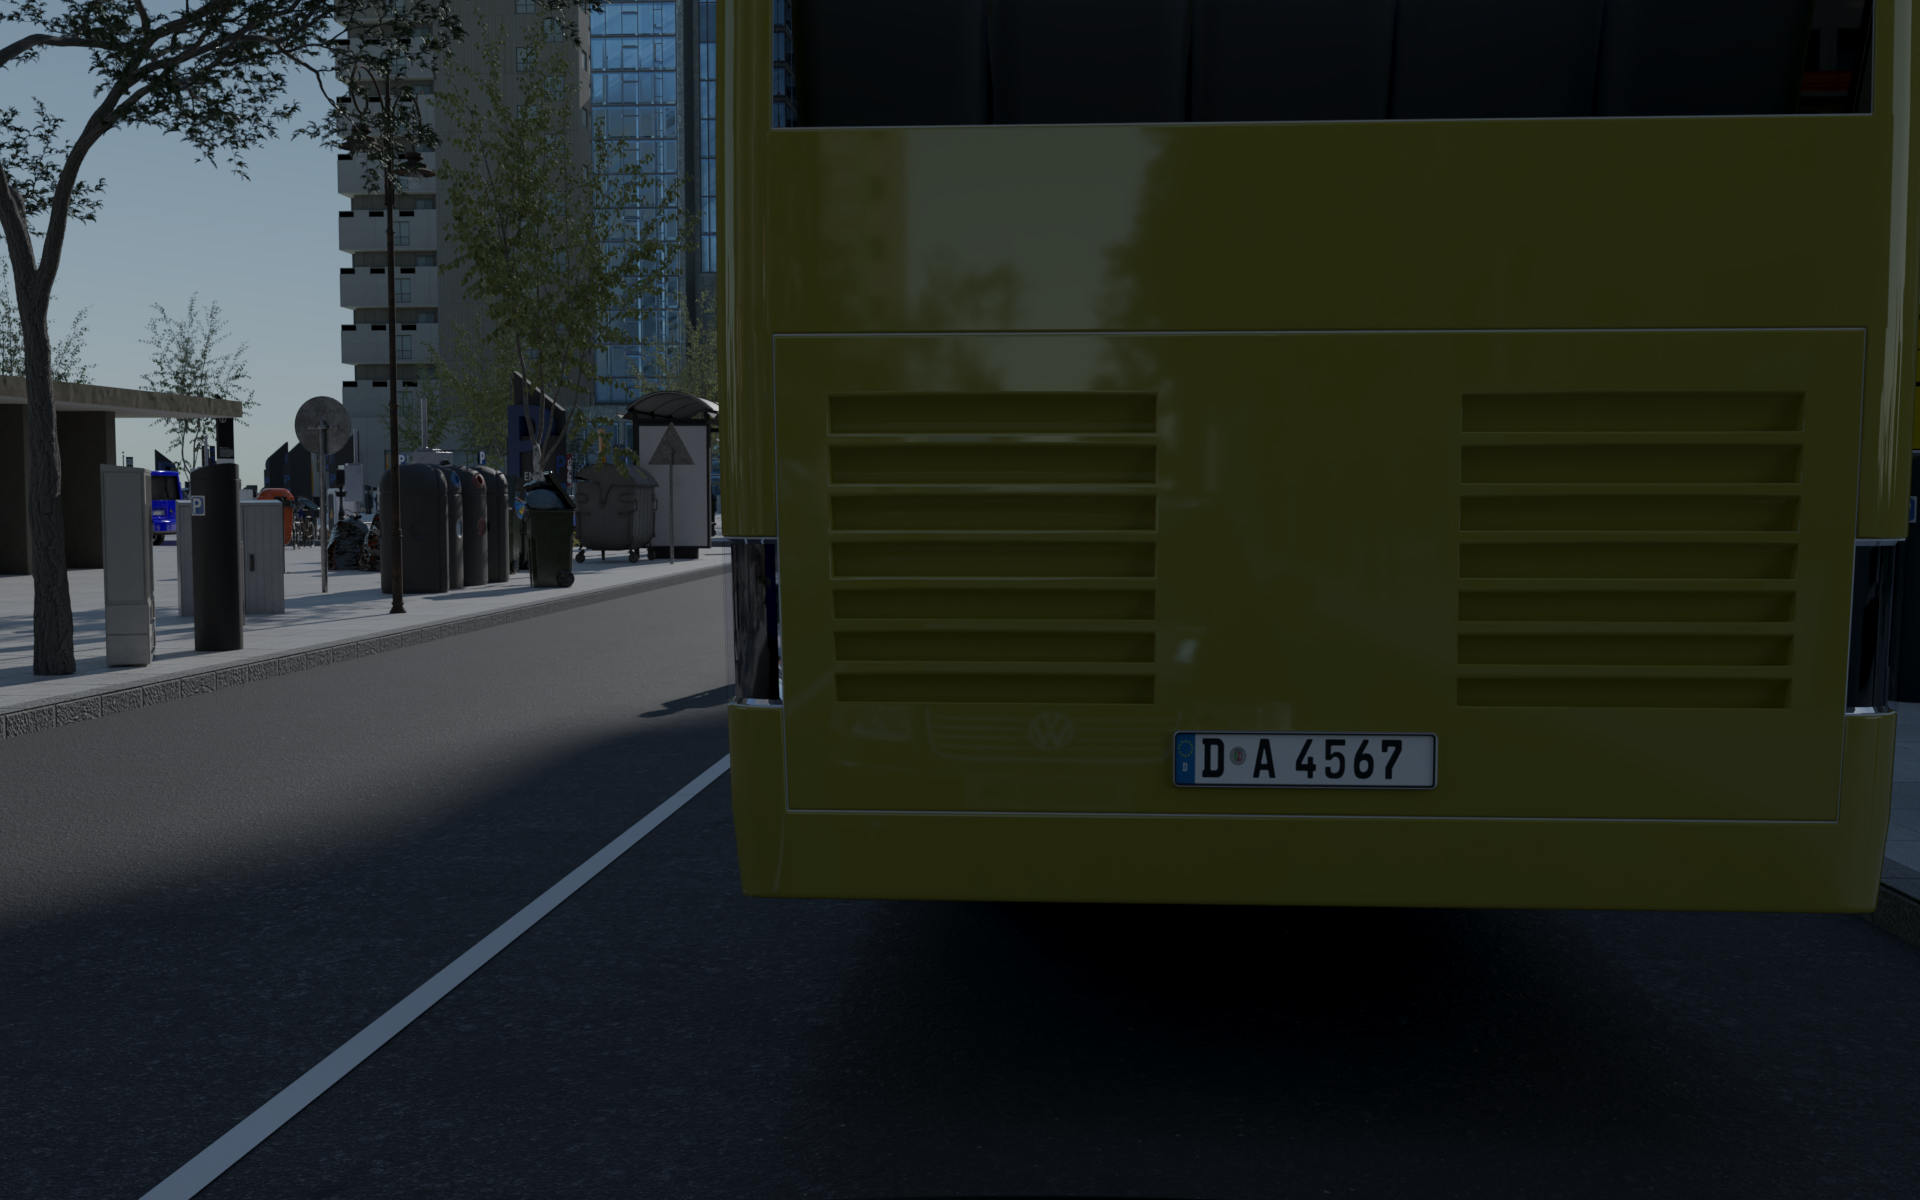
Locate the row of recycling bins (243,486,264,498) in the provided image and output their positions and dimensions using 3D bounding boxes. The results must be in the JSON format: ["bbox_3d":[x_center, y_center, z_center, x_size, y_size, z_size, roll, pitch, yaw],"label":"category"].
[{"bbox_3d":[-38.693,-5.264,93.176,3.534,1.692,1.069,-1,4,-15],"label":"row of recycling bins"}]

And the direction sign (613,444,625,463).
[{"bbox_3d":[-15.540,-5.323,79.030,0.876,3.537,0.379,3,5,43],"label":"direction sign"}]

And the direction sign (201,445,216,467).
[{"bbox_3d":[-35.013,-5.429,80.767,0.379,3.537,0.876,1,4,17],"label":"direction sign"}]

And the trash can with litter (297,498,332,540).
[{"bbox_3d":[-18.017,-2.273,48.559,1.055,1.170,0.624,1,4,12],"label":"trash can with litter"}]

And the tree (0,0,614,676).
[{"bbox_3d":[-6.474,-4.769,12.382,8.767,10.594,7.601,0,4,-7],"label":"tree"}]

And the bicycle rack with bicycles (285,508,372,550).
[{"bbox_3d":[-15.035,-1.669,40.674,2.852,0.926,2.925,0,4,1],"label":"bicycle rack with bicycles"}]

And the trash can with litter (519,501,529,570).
[{"bbox_3d":[-7.424,-1.084,29.106,0.624,1.170,1.055,2,4,24],"label":"trash can with litter"}]

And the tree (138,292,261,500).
[{"bbox_3d":[-28.273,-6.943,63.885,4.360,8.622,3.978,0,3,0],"label":"tree"}]

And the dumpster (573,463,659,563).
[{"bbox_3d":[-6.521,-1.653,32.778,1.264,1.857,1.865,0,4,4],"label":"dumpster"}]

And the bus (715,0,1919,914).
[{"bbox_3d":[1.099,-1.108,9.670,2.896,3.916,12.252,0,4,4],"label":"bus"}]

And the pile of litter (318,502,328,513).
[{"bbox_3d":[-42.596,-6.199,115.320,1.176,0.858,1.719,3,5,40],"label":"pile of litter"}]

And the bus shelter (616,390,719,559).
[{"bbox_3d":[-5.542,-2.613,36.653,2.014,3.302,5.546,0,4,4],"label":"bus shelter"}]

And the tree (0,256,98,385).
[{"bbox_3d":[-28.576,-6.250,52.543,4.360,8.622,3.978,0,3,0],"label":"tree"}]

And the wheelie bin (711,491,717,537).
[{"bbox_3d":[-7.729,-2.712,52.248,0.693,1.594,0.980,-2,4,-24],"label":"wheelie bin"}]

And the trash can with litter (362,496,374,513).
[{"bbox_3d":[-39.460,-6.374,115.271,2.233,1.210,1.678,-2,4,-33],"label":"trash can with litter"}]

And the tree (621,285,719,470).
[{"bbox_3d":[-9.291,-6.733,60.448,4.360,8.622,3.978,0,3,0],"label":"tree"}]

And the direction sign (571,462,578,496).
[{"bbox_3d":[-27.514,-7.990,122.633,0.876,3.537,0.379,-1,4,-17],"label":"direction sign"}]

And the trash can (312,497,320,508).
[{"bbox_3d":[-36.016,-5.253,97.542,0.748,1.137,0.748,0,3,0],"label":"trash can"}]

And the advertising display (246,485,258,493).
[{"bbox_3d":[-49.859,-7.143,122.002,0.123,1.923,0.974,1,4,21],"label":"advertising display"}]

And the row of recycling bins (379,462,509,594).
[{"bbox_3d":[-7.102,-1.025,23.878,1.069,1.692,3.534,0,4,2],"label":"row of recycling bins"}]

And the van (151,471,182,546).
[{"bbox_3d":[-23.308,-2.517,45.536,5.245,2.365,2.240,0,4,3],"label":"van"}]

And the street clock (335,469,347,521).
[{"bbox_3d":[-17.938,-2.791,50.210,0.358,2.002,0.471,-1,4,-18],"label":"street clock"}]

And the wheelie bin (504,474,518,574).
[{"bbox_3d":[-7.452,-1.219,27.834,0.980,1.594,0.693,0,4,-2],"label":"wheelie bin"}]

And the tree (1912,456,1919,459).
[{"bbox_3d":[15.902,-2.743,28.562,4.285,4.588,4.351,0,3,0],"label":"tree"}]

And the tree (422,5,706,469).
[{"bbox_3d":[-6.350,-4.661,26.563,4.737,8.622,4.395,0,3,0],"label":"tree"}]

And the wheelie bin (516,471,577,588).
[{"bbox_3d":[-5.671,-0.979,23.915,0.693,1.594,0.980,-1,4,-20],"label":"wheelie bin"}]

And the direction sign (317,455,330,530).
[{"bbox_3d":[-22.204,-4.185,60.428,0.876,3.537,0.379,3,5,43],"label":"direction sign"}]

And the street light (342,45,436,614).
[{"bbox_3d":[-6.060,-2.795,18.492,0.468,5.910,1.993,0,4,4],"label":"street light"}]

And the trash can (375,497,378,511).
[{"bbox_3d":[-24.503,-3.792,73.652,0.748,1.137,0.748,0,3,0],"label":"trash can"}]

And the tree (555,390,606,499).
[{"bbox_3d":[-26.137,-10.216,117.393,4.360,8.622,3.978,0,3,0],"label":"tree"}]

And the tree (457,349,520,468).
[{"bbox_3d":[-23.198,-8.326,86.497,4.360,8.622,3.978,0,3,0],"label":"tree"}]

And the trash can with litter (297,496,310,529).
[{"bbox_3d":[-24.161,-3.162,62.749,1.678,1.210,2.233,2,4,27],"label":"trash can with litter"}]
